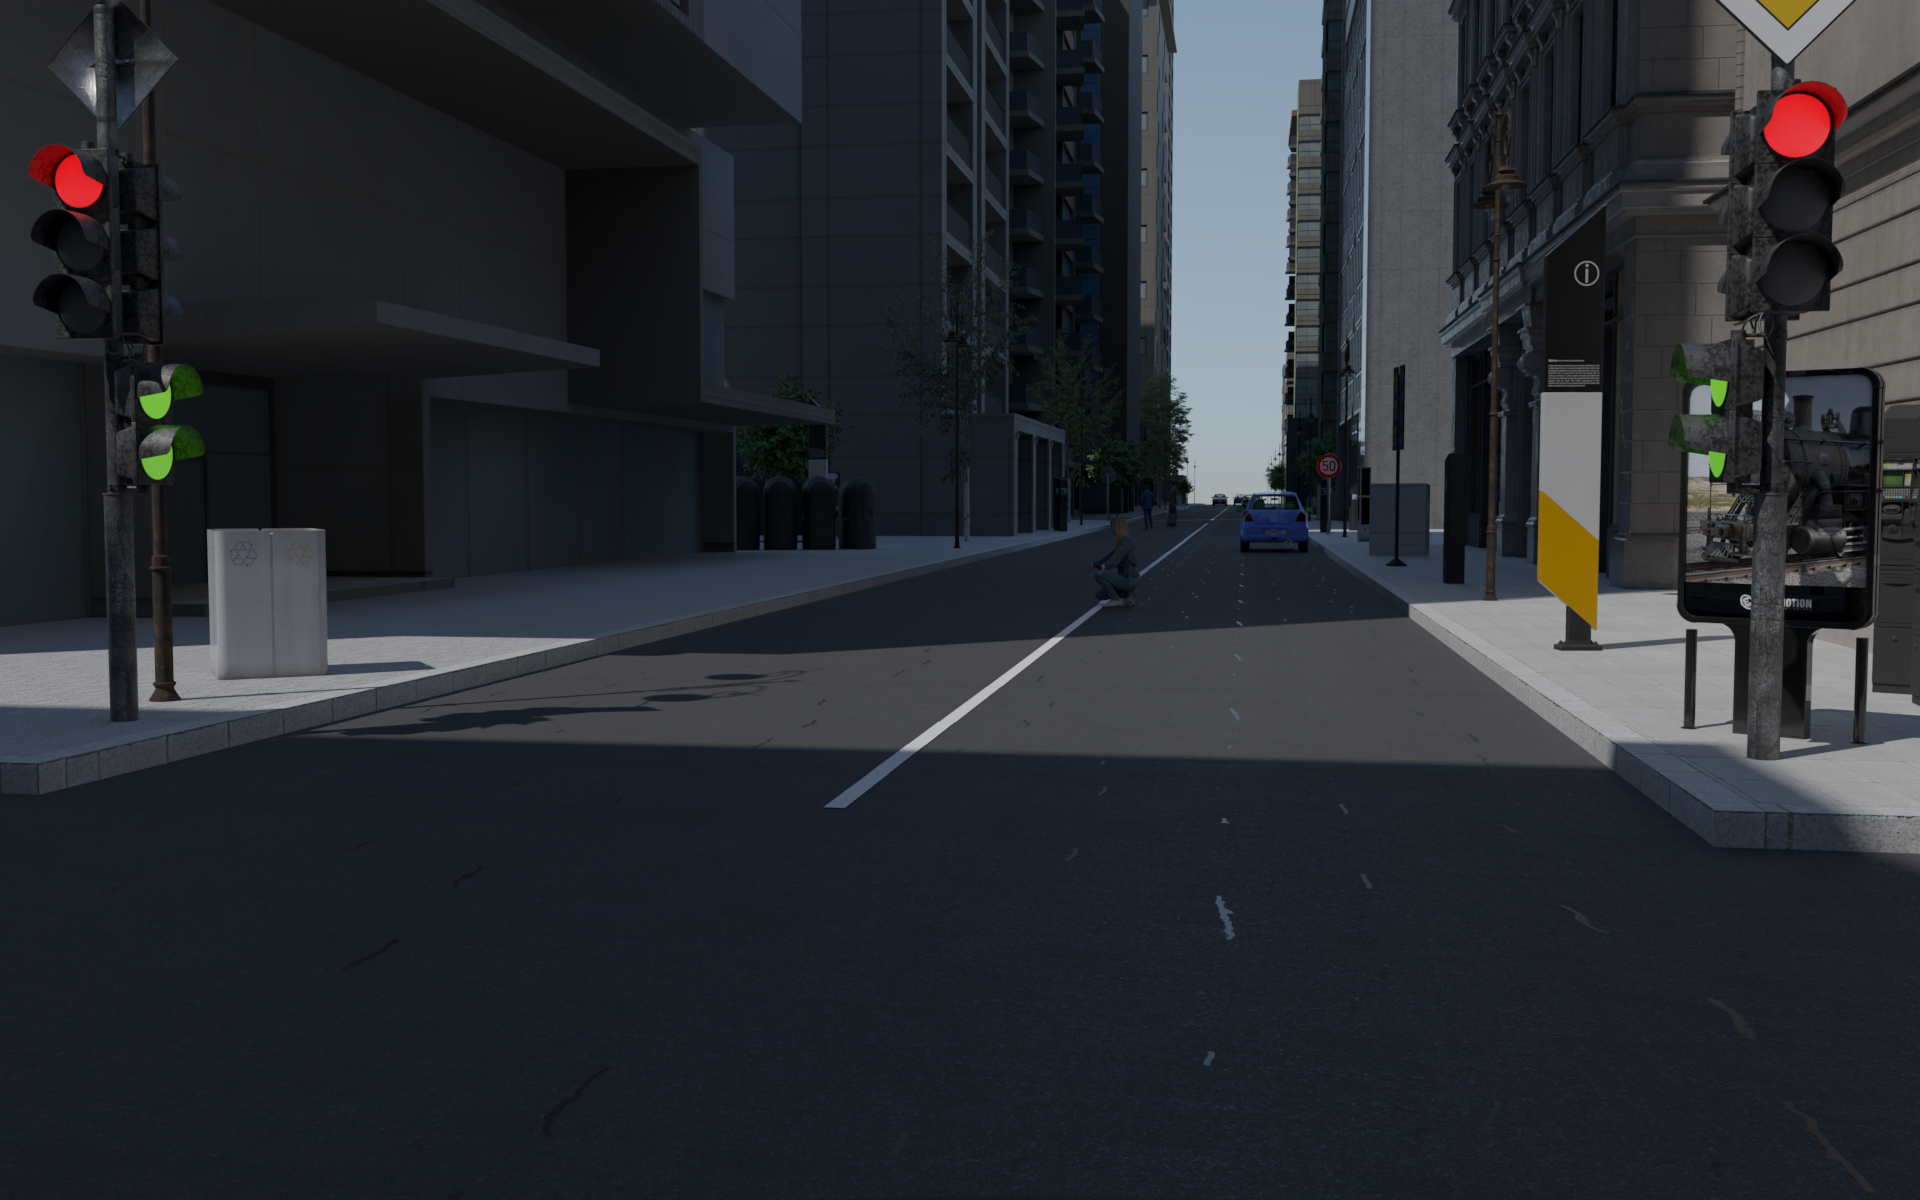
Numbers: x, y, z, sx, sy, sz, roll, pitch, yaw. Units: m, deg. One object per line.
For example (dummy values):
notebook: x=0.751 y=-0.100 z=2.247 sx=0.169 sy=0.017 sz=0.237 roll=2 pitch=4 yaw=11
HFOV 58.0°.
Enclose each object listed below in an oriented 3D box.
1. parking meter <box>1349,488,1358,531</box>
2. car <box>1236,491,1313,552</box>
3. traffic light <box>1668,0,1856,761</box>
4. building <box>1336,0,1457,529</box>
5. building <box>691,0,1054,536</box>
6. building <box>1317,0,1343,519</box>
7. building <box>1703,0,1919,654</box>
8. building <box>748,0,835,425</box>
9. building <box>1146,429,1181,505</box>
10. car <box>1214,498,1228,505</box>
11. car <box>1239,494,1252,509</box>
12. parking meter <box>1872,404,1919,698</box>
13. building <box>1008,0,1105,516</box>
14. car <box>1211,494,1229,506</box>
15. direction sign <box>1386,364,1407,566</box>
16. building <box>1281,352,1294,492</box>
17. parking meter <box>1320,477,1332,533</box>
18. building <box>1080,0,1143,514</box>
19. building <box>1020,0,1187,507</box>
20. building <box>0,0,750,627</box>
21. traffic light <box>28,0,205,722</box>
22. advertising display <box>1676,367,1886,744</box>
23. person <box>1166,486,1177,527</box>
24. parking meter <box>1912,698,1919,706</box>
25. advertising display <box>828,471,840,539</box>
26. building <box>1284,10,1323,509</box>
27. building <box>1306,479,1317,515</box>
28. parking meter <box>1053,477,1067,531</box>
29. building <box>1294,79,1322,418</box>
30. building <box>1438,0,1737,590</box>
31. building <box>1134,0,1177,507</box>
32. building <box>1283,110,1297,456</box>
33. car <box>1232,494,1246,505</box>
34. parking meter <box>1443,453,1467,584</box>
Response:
parking meter: x=13.825 y=-3.198 z=60.693 sx=0.372 sy=1.533 sz=0.369 roll=0 pitch=3 yaw=0
car: x=7.983 y=-2.104 z=43.993 sx=1.945 sy=1.707 sz=3.694 roll=1 pitch=4 yaw=10
traffic light: x=3.880 y=-1.185 z=8.292 sx=0.839 sy=4.253 sz=0.868 roll=1 pitch=4 yaw=9
building: x=22.300 y=-15.498 z=71.417 sx=12.078 sy=24.808 sz=19.932 roll=1 pitch=4 yaw=9
building: x=-6.752 y=-38.152 z=62.037 sx=20.563 sy=71.187 sz=20.611 roll=1 pitch=4 yaw=9
building: x=26.561 y=-19.693 z=93.680 sx=14.160 sy=30.474 sz=14.107 roll=1 pitch=4 yaw=9
building: x=16.339 y=-9.026 z=12.199 sx=19.286 sy=19.102 sz=10.561 roll=1 pitch=4 yaw=9
building: x=0.648 y=-33.817 z=142.149 sx=28.713 sy=52.752 sz=27.495 roll=1 pitch=4 yaw=9
building: x=10.353 y=-31.606 z=208.642 sx=32.217 sy=40.220 sz=23.993 roll=1 pitch=4 yaw=9
car: x=33.355 y=-12.849 z=221.871 sx=2.131 sy=1.459 sz=4.920 roll=1 pitch=4 yaw=9
car: x=23.370 y=-7.726 z=138.125 sx=2.131 sy=1.459 sz=4.920 roll=1 pitch=4 yaw=9
parking meter: x=6.086 y=-0.335 z=11.182 sx=0.255 sy=1.863 sz=0.399 roll=3 pitch=4 yaw=38
building: x=-3.369 y=-27.226 z=99.770 sx=22.147 sy=44.769 sz=28.867 roll=1 pitch=4 yaw=9
car: x=31.806 y=-12.418 z=212.070 sx=2.155 sy=1.783 sz=4.494 roll=1 pitch=4 yaw=9
direction sign: x=7.778 y=-2.371 z=30.762 sx=0.379 sy=3.537 sz=0.876 roll=0 pitch=4 yaw=3
building: x=55.736 y=-23.116 z=222.991 sx=27.650 sy=21.520 sz=28.899 roll=1 pitch=4 yaw=9
parking meter: x=12.183 y=-3.180 z=57.706 sx=0.255 sy=1.863 sz=0.399 roll=2 pitch=4 yaw=35
building: x=5.228 y=-28.747 z=120.123 sx=14.600 sy=45.320 sz=14.200 roll=1 pitch=4 yaw=9
building: x=19.861 y=-48.381 z=229.287 sx=20.563 sy=71.187 sz=20.611 roll=1 pitch=4 yaw=9
building: x=-18.110 y=-26.654 z=25.027 sx=28.713 sy=52.752 sz=27.495 roll=1 pitch=4 yaw=9
traffic light: x=-4.718 y=-1.270 z=9.691 sx=0.839 sy=4.253 sz=0.868 roll=1 pitch=4 yaw=9
advertising display: x=4.308 y=-0.240 z=9.143 sx=0.974 sy=1.923 sz=0.123 roll=3 pitch=5 yaw=41
person: x=9.315 y=-4.129 z=76.221 sx=0.699 sy=1.804 sz=1.509 roll=1 pitch=4 yaw=20
parking meter: x=5.959 y=-0.289 z=10.439 sx=0.399 sy=1.863 sz=0.255 roll=1 pitch=4 yaw=17
advertising display: x=-3.902 y=-2.713 z=49.574 sx=0.974 sy=1.923 sz=0.123 roll=1 pitch=4 yaw=16
building: x=37.839 y=-50.430 z=137.201 sx=22.319 sy=86.520 sz=31.000 roll=1 pitch=4 yaw=9
building: x=39.000 y=-25.610 z=110.608 sx=32.217 sy=40.220 sz=23.993 roll=1 pitch=4 yaw=9
parking meter: x=3.489 y=-3.354 z=60.542 sx=0.399 sy=1.863 sz=0.255 roll=2 pitch=4 yaw=25
building: x=40.624 y=-29.954 z=173.334 sx=14.154 sy=41.232 sz=14.086 roll=1 pitch=4 yaw=9
building: x=16.541 y=-11.660 z=41.549 sx=10.553 sy=20.767 sz=40.483 roll=1 pitch=4 yaw=9
building: x=7.803 y=-36.294 z=182.637 sx=28.713 sy=52.752 sz=27.495 roll=1 pitch=4 yaw=9
building: x=47.713 y=-32.976 z=193.786 sx=22.147 sy=44.769 sz=28.867 roll=1 pitch=4 yaw=9
car: x=35.709 y=-12.747 z=220.203 sx=2.131 sy=1.459 sz=4.920 roll=1 pitch=4 yaw=10
parking meter: x=7.104 y=-1.172 z=24.877 sx=0.255 sy=1.863 sz=0.399 roll=0 pitch=4 yaw=6
